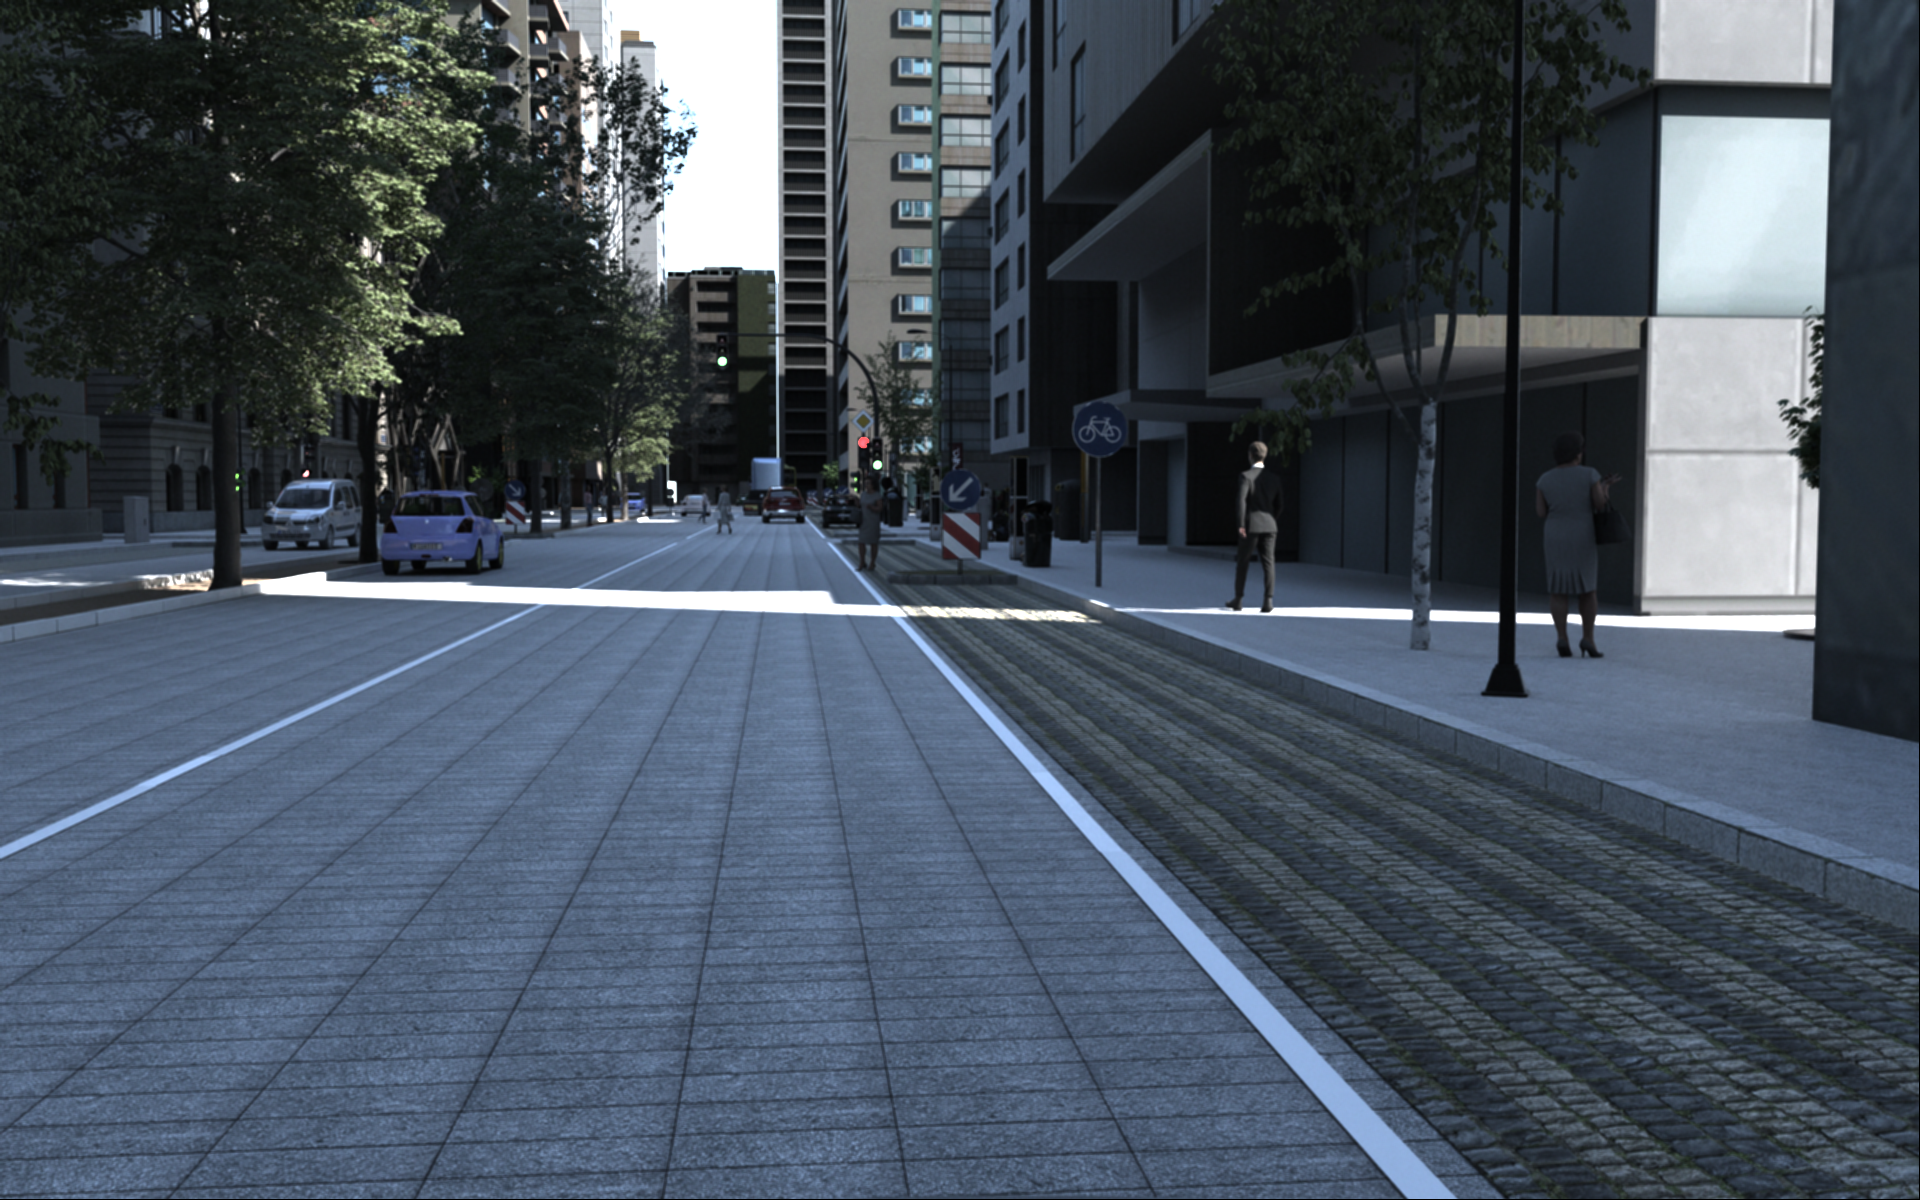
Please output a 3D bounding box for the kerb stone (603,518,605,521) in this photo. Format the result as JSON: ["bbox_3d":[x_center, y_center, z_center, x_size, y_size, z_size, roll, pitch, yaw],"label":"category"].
[{"bbox_3d":[-18.928,-4.213,91.070,0.120,0.150,1.000,0,4,-6],"label":"kerb stone"}]

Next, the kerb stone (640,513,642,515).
[{"bbox_3d":[-21.319,-5.645,114.493,0.120,0.150,1.000,0,4,-6],"label":"kerb stone"}]

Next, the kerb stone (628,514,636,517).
[{"bbox_3d":[-20.908,-5.396,110.417,0.120,0.150,1.000,0,4,-6],"label":"kerb stone"}]

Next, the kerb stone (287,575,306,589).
[{"bbox_3d":[-10.244,-0.259,26.491,0.120,0.150,1.000,0,4,-6],"label":"kerb stone"}]

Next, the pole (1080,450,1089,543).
[{"bbox_3d":[3.267,-3.153,45.390,0.158,3.312,0.155,0,3,0],"label":"pole"}]

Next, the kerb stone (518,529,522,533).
[{"bbox_3d":[-16.016,-2.465,62.491,0.120,0.150,1.000,0,4,-6],"label":"kerb stone"}]

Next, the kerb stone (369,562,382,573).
[{"bbox_3d":[-10.761,-0.575,31.590,0.120,0.150,1.000,0,4,-6],"label":"kerb stone"}]

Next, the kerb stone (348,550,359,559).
[{"bbox_3d":[-13.573,-0.995,38.469,0.120,0.150,1.000,0,4,-6],"label":"kerb stone"}]

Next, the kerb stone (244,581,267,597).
[{"bbox_3d":[-10.040,-0.138,24.457,0.120,0.150,1.000,0,4,-6],"label":"kerb stone"}]

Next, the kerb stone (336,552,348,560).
[{"bbox_3d":[-13.468,-0.933,37.445,0.120,0.150,1.000,0,4,-6],"label":"kerb stone"}]

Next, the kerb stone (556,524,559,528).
[{"bbox_3d":[-17.060,-3.089,72.698,0.120,0.150,1.000,0,4,-6],"label":"kerb stone"}]

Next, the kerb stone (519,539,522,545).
[{"bbox_3d":[-12.526,-1.633,48.942,0.120,0.150,1.000,0,4,-6],"label":"kerb stone"}]

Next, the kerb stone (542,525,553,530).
[{"bbox_3d":[-16.850,-2.955,70.643,0.120,0.150,1.000,0,4,-6],"label":"kerb stone"}]

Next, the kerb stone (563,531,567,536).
[{"bbox_3d":[-13.518,-2.225,58.611,0.120,0.150,1.000,0,4,-6],"label":"kerb stone"}]

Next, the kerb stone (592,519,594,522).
[{"bbox_3d":[-18.417,-3.900,85.964,0.120,0.150,1.000,0,4,-6],"label":"kerb stone"}]

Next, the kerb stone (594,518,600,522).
[{"bbox_3d":[-18.731,-4.088,89.033,0.120,0.150,1.000,0,4,-6],"label":"kerb stone"}]

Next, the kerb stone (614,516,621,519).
[{"bbox_3d":[-19.868,-4.773,100.233,0.120,0.150,1.000,0,4,-6],"label":"kerb stone"}]

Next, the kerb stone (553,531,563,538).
[{"bbox_3d":[-13.411,-2.164,57.591,0.120,0.150,1.000,0,4,-6],"label":"kerb stone"}]

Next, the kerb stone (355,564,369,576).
[{"bbox_3d":[-10.655,-0.512,30.573,0.120,0.150,1.000,0,4,-6],"label":"kerb stone"}]

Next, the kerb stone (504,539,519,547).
[{"bbox_3d":[-12.417,-1.570,47.913,0.120,0.150,1.000,0,4,-6],"label":"kerb stone"}]

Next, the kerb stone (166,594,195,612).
[{"bbox_3d":[-9.723,0.051,21.400,0.120,0.150,1.000,0,4,-6],"label":"kerb stone"}]

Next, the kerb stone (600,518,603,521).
[{"bbox_3d":[-18.830,-4.149,90.050,0.120,0.150,1.000,0,4,-6],"label":"kerb stone"}]

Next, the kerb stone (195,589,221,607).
[{"bbox_3d":[-9.831,-0.010,22.419,0.120,0.150,1.000,0,4,-6],"label":"kerb stone"}]

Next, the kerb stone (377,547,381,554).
[{"bbox_3d":[-13.880,-1.183,41.534,0.120,0.150,1.000,0,4,-6],"label":"kerb stone"}]

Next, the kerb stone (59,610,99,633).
[{"bbox_3d":[-9.413,0.241,18.348,0.120,0.150,1.000,0,4,-6],"label":"kerb stone"}]

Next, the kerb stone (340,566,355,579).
[{"bbox_3d":[-10.553,-0.450,29.547,0.120,0.150,1.000,0,4,-6],"label":"kerb stone"}]

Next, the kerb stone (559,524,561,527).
[{"bbox_3d":[-17.165,-3.145,73.715,0.120,0.150,1.000,0,4,-6],"label":"kerb stone"}]

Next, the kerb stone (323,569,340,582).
[{"bbox_3d":[-10.447,-0.385,28.529,0.120,0.150,1.000,0,4,-6],"label":"kerb stone"}]

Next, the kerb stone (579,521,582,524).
[{"bbox_3d":[-17.892,-3.588,80.859,0.120,0.150,1.000,0,4,-6],"label":"kerb stone"}]

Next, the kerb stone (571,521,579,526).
[{"bbox_3d":[-17.783,-3.526,79.840,0.120,0.150,1.000,0,4,-6],"label":"kerb stone"}]

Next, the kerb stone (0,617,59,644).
[{"bbox_3d":[-9.308,0.298,17.327,0.120,0.150,1.000,0,4,-6],"label":"kerb stone"}]

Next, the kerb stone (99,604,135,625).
[{"bbox_3d":[-9.509,0.173,19.368,0.120,0.150,1.000,0,4,-6],"label":"kerb stone"}]

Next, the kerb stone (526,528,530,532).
[{"bbox_3d":[-16.224,-2.589,64.525,0.120,0.150,1.000,0,4,-6],"label":"kerb stone"}]

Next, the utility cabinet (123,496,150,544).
[{"bbox_3d":[-21.483,-2.082,45.207,0.306,1.237,1.020,0,4,-6],"label":"utility cabinet"}]

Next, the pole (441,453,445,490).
[{"bbox_3d":[-25.779,-5.662,86.416,0.158,3.312,0.155,0,3,0],"label":"pole"}]

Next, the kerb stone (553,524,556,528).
[{"bbox_3d":[-16.956,-3.022,71.662,0.120,0.150,1.000,0,4,-6],"label":"kerb stone"}]

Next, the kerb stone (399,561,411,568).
[{"bbox_3d":[-11.075,-0.761,34.643,0.120,0.150,1.000,0,4,-6],"label":"kerb stone"}]

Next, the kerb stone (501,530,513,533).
[{"bbox_3d":[-15.811,-2.337,60.441,0.120,0.150,1.000,0,4,-6],"label":"kerb stone"}]

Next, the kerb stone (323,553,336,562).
[{"bbox_3d":[-13.365,-0.870,36.424,0.120,0.150,1.000,0,4,-6],"label":"kerb stone"}]

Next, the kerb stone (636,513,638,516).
[{"bbox_3d":[-21.010,-5.458,111.438,0.120,0.150,1.000,0,4,-6],"label":"kerb stone"}]

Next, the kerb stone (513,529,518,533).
[{"bbox_3d":[-15.923,-2.402,61.467,0.120,0.150,1.000,0,4,-6],"label":"kerb stone"}]

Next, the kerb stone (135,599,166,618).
[{"bbox_3d":[-9.619,0.111,20.384,0.120,0.150,1.000,0,4,-6],"label":"kerb stone"}]

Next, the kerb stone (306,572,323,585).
[{"bbox_3d":[-10.357,-0.325,27.506,0.120,0.150,1.000,0,4,-6],"label":"kerb stone"}]

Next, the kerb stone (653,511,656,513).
[{"bbox_3d":[-22.874,-6.582,129.804,0.120,0.150,1.000,0,4,-6],"label":"kerb stone"}]

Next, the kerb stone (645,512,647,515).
[{"bbox_3d":[-21.731,-5.893,118.570,0.120,0.150,1.000,0,4,-6],"label":"kerb stone"}]

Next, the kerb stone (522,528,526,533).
[{"bbox_3d":[-16.127,-2.520,63.507,0.120,0.150,1.000,0,4,-6],"label":"kerb stone"}]

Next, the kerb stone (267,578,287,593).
[{"bbox_3d":[-10.140,-0.201,25.474,0.120,0.150,1.000,0,4,-6],"label":"kerb stone"}]

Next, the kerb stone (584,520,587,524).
[{"bbox_3d":[-18.092,-3.713,82.905,0.120,0.150,1.000,0,4,-6],"label":"kerb stone"}]

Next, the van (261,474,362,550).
[{"bbox_3d":[-17.082,-2.367,45.709,2.013,2.044,4.112,0,4,-4],"label":"van"}]

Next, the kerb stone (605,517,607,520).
[{"bbox_3d":[-19.034,-4.273,92.087,0.120,0.150,1.000,0,4,-6],"label":"kerb stone"}]

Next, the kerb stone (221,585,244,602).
[{"bbox_3d":[-9.939,-0.076,23.435,0.120,0.150,1.000,0,4,-6],"label":"kerb stone"}]

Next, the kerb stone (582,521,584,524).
[{"bbox_3d":[-18.000,-3.647,81.876,0.120,0.150,1.000,0,4,-6],"label":"kerb stone"}]
